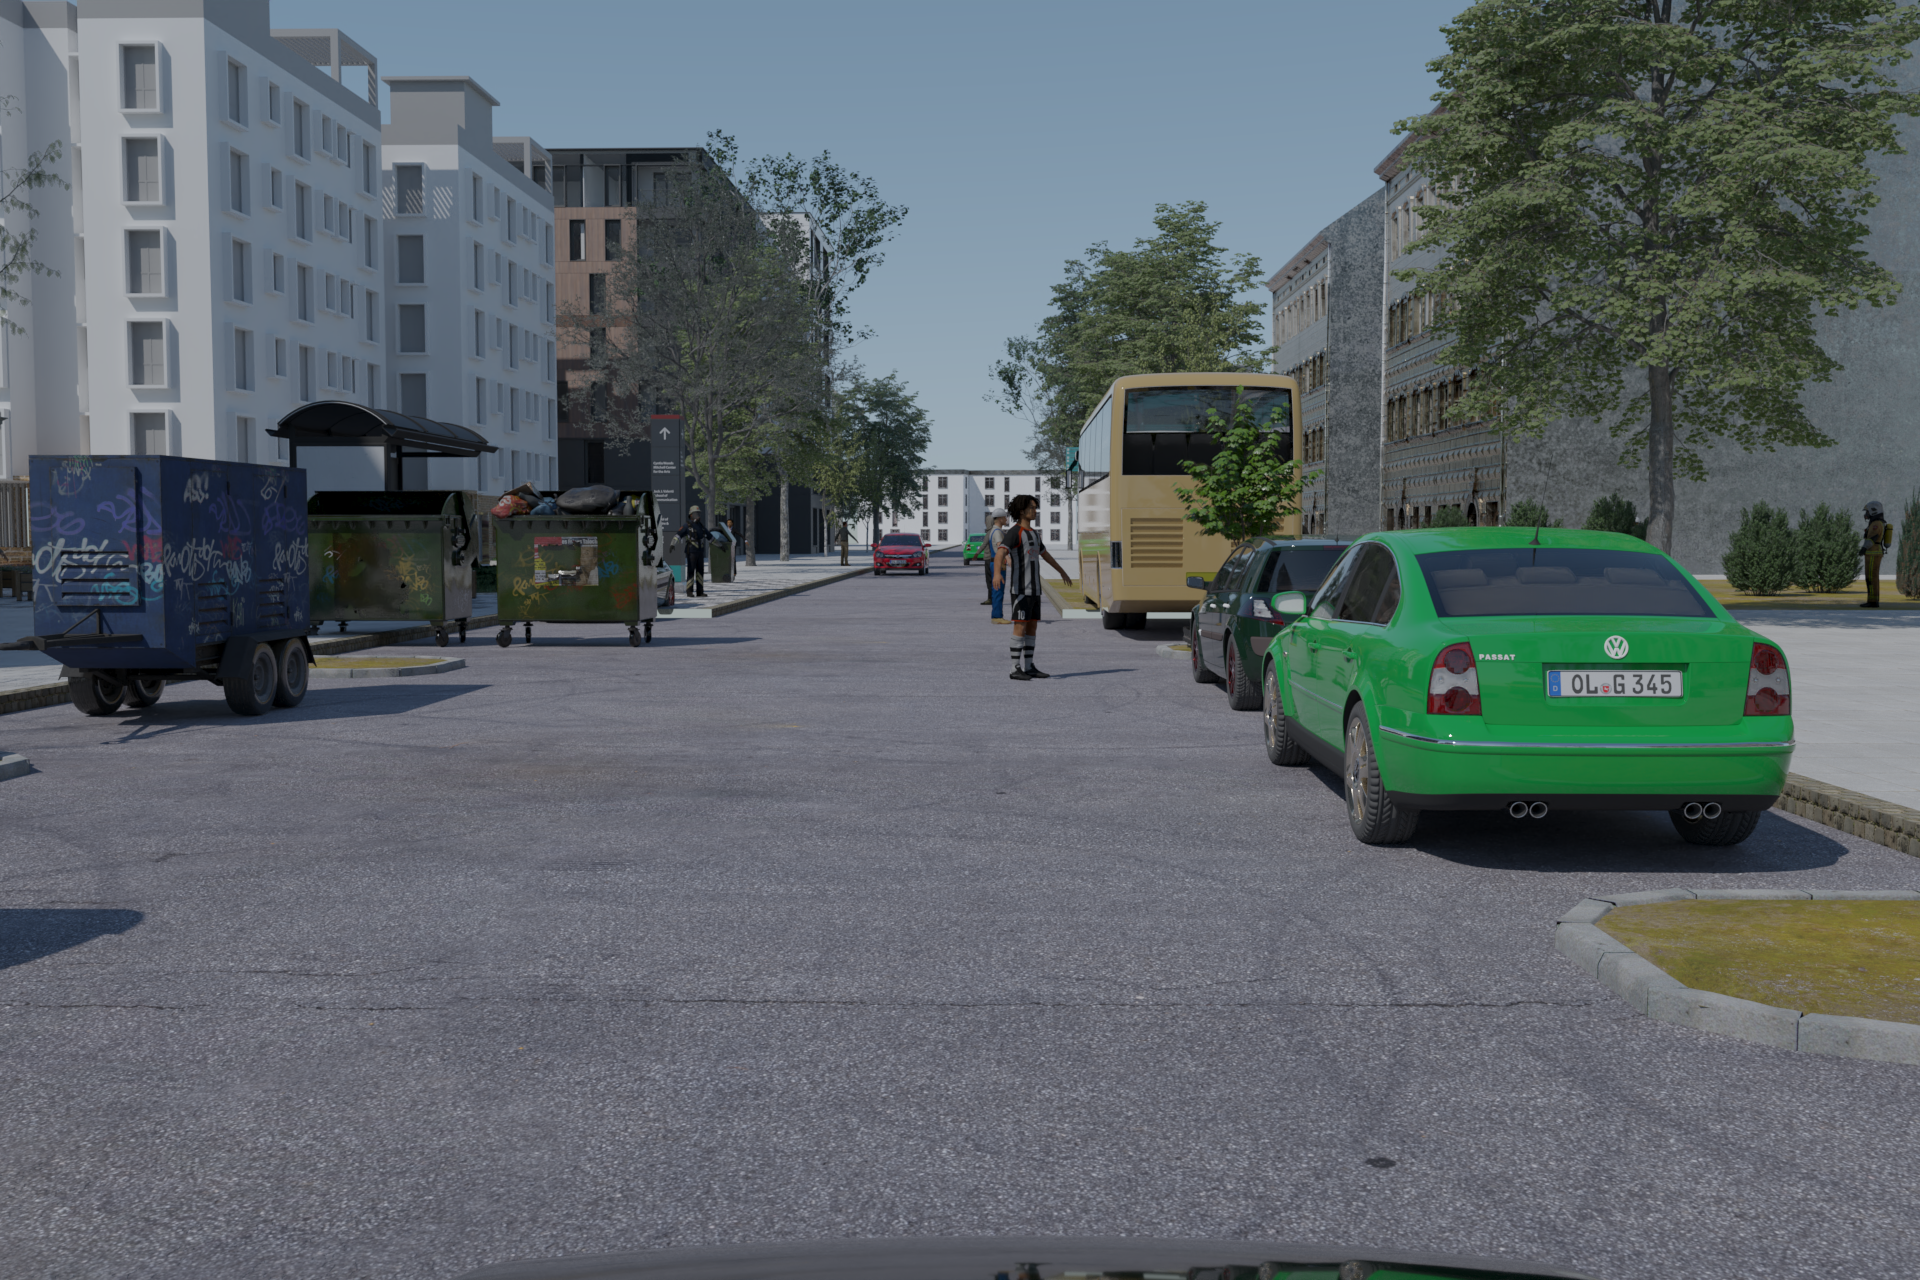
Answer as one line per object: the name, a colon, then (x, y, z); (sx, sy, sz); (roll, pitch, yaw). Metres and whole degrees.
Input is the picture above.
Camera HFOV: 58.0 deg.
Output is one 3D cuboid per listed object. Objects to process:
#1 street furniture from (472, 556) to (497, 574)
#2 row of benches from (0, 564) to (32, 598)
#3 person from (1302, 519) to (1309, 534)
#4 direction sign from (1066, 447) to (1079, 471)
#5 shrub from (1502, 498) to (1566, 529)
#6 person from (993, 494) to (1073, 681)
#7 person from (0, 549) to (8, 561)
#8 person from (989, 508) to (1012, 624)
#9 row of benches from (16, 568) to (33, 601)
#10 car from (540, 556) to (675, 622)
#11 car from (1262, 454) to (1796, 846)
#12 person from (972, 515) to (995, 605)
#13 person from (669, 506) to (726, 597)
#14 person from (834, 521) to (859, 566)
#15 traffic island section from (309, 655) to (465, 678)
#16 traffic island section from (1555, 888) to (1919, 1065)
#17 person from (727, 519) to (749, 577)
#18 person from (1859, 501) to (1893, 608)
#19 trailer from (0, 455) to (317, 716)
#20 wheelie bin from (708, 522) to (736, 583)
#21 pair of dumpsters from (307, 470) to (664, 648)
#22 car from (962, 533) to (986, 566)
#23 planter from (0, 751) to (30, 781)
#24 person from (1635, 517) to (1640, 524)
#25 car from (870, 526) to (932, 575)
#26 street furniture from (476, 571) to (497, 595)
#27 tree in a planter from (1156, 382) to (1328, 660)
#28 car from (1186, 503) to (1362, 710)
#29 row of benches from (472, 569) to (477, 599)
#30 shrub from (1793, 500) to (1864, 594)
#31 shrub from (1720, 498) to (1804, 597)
street furniture: (-14.763, -1.939, 47.329); (10.072, 0.657, 5.734); (-2, 4, -30)
row of benches: (-19.457, -1.246, 35.831); (1.422, 0.672, 4.104); (0, 4, 6)
person: (9.928, -2.723, 50.740); (0.704, 1.802, 1.346); (-1, 4, -22)
direction sign: (4.159, -3.558, 46.937); (2.525, 3.948, 1.411); (0, 4, 1)
shrub: (11.660, -1.934, 35.668); (1.661, 2.075, 1.752); (0, 3, 0)
person: (0.667, -0.518, 17.078); (0.704, 1.843, 1.345); (2, 4, 35)
person: (-13.097, -0.969, 22.598); (1.215, 1.744, 0.721); (-3, 5, -43)
person: (0.647, -1.181, 27.617); (0.705, 1.847, 1.347); (0, 4, -7)
row of benches: (-15.983, -1.108, 33.584); (4.104, 0.672, 1.422); (-1, 4, -9)
car: (-6.024, -1.208, 29.536); (2.009, 1.686, 4.222); (0, 4, 2)
car: (2.759, -0.034, 9.351); (1.959, 1.807, 4.718); (0, 4, 2)
person: (0.607, -1.618, 35.045); (0.705, 1.813, 1.348); (1, 4, 23)
person: (-5.386, -1.806, 35.313); (1.354, 1.856, 0.705); (-3, 5, -43)
person: (-4.606, -3.867, 69.497); (1.348, 1.796, 0.705); (3, 5, 42)
traffic island section: (-6.336, 0.285, 18.205); (1.991, 0.108, 1.994); (0, 4, 2)
traffic island section: (3.044, 1.057, 5.593); (1.991, 0.108, 1.994); (0, 4, 1)
person: (-6.954, -2.785, 52.256); (1.216, 1.740, 0.721); (0, 4, 7)
person: (15.912, -1.497, 30.239); (0.705, 1.858, 1.354); (2, 4, 34)
trailer: (-6.213, -0.379, 13.246); (1.471, 1.999, 3.904); (0, 4, 1)
wheelie bin: (-6.275, -2.303, 45.560); (0.693, 1.594, 0.980); (0, 4, 2)
pair of dumpsters: (-6.133, -1.060, 22.289); (4.436, 2.255, 1.574); (0, 4, 2)
car: (1.065, -4.354, 79.984); (1.959, 1.807, 4.718); (0, 4, 1)
planter: (-6.567, 0.688, 9.894); (1.991, 0.319, 1.994); (0, 4, 1)
person: (19.297, -2.648, 49.753); (1.216, 1.772, 0.721); (-3, 4, -36)
car: (-2.055, -3.194, 61.266); (2.155, 1.783, 4.494); (0, 4, 2)
street furniture: (-12.848, -1.442, 39.195); (10.072, 0.657, 5.734); (0, 4, 1)
tree in a planter: (3.353, -1.419, 20.426); (1.991, 3.239, 1.994); (0, 4, 1)
car: (3.080, -0.346, 15.439); (2.009, 1.686, 4.222); (0, 4, 1)
row of benches: (-11.701, -1.148, 34.240); (4.104, 0.672, 1.422); (-1, 4, -14)
shrub: (18.709, -2.023, 37.488); (1.690, 2.028, 1.600); (0, 3, 0)
shrub: (16.595, -1.919, 35.802); (1.690, 2.028, 1.600); (0, 3, 0)
